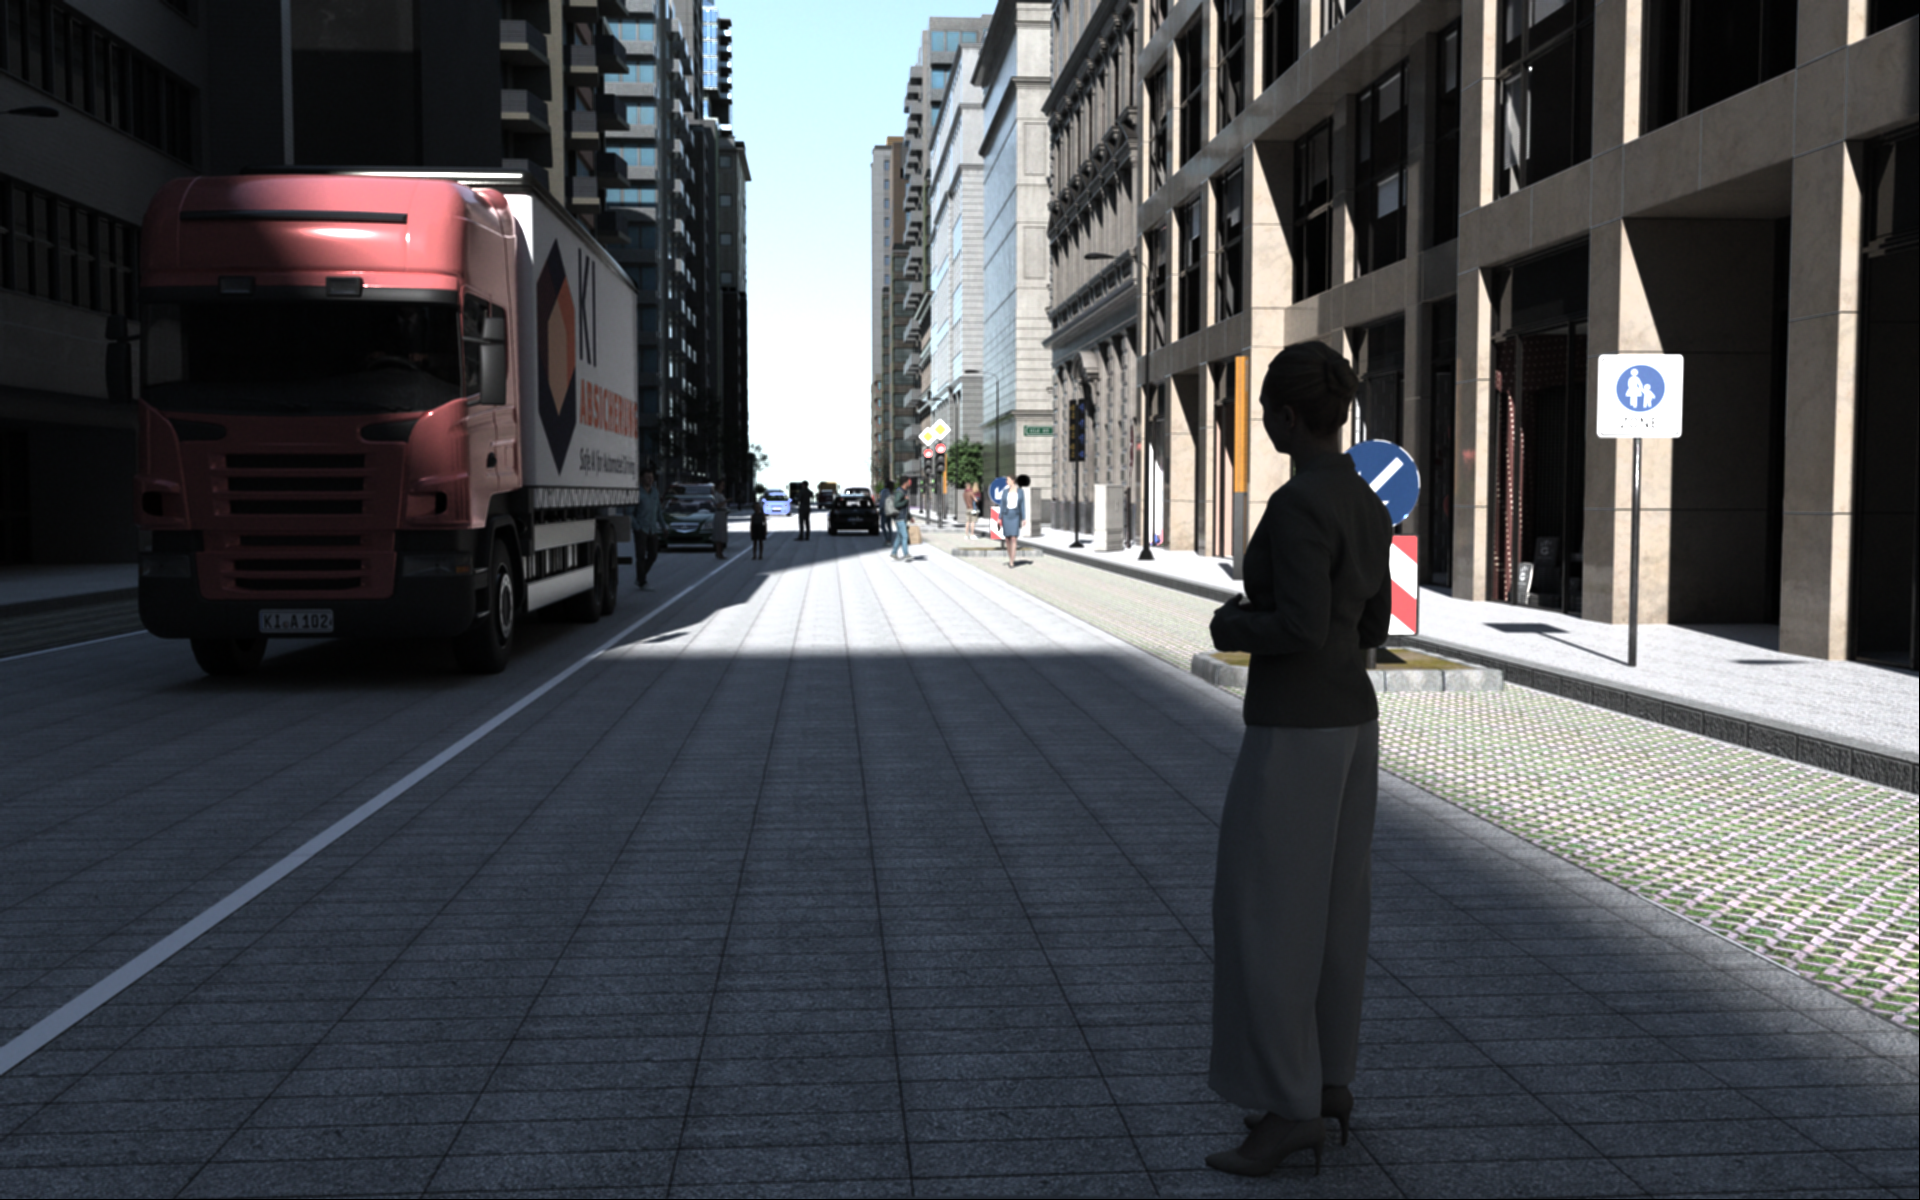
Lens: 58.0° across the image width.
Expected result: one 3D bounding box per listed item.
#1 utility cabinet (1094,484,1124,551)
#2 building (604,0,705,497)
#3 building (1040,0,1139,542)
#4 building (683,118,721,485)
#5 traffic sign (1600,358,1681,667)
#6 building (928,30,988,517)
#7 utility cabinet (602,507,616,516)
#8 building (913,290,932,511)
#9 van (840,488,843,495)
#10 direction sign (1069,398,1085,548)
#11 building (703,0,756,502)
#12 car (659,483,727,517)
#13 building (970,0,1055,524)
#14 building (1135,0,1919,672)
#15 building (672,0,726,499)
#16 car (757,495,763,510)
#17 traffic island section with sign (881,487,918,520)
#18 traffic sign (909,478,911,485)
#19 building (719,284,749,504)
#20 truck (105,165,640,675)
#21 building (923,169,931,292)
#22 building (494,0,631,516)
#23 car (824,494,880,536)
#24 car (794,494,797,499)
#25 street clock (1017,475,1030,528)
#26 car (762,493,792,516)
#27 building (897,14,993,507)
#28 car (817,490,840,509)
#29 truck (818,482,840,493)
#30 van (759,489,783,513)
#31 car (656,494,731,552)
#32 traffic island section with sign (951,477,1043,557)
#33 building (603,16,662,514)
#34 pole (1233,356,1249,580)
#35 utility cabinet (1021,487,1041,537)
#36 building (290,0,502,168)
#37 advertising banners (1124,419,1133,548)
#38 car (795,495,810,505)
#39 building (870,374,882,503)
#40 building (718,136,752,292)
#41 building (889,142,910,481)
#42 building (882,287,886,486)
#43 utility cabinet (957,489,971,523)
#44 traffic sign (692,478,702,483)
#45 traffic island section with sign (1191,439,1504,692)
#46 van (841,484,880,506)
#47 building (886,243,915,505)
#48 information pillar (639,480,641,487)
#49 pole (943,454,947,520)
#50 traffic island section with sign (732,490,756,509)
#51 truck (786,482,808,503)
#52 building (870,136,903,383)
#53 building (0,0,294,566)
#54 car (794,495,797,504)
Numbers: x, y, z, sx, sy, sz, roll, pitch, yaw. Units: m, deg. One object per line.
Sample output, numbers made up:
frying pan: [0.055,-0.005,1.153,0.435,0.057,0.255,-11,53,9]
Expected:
utility cabinet: [3.348,-1.842,38.795,0.318,1.500,1.173,2,4,24]
building: [-36.330,-33.065,160.227,23.786,49.044,30.456,0,4,-4]
building: [8.817,-13.784,54.252,11.050,23.489,19.941,0,4,-4]
building: [-32.926,-30.567,183.372,14.154,41.232,14.086,0,4,-4]
traffic sign: [5.003,-0.654,12.823,0.606,2.300,0.079,0,4,3]
building: [4.358,-20.500,112.674,11.434,29.767,29.804,0,4,-4]
utility cabinet: [-16.237,-4.217,80.110,0.306,1.237,1.020,1,4,10]
building: [1.966,-16.725,138.075,10.561,19.102,19.286,0,4,-4]
van: [-6.587,-6.017,105.384,2.013,2.044,4.112,0,4,-3]
direction sign: [2.802,-3.027,41.486,0.379,3.537,0.876,-1,4,-20]
building: [-44.934,-59.509,285.635,22.319,86.520,31.000,0,4,-4]
car: [-8.905,-2.984,57.468,2.281,1.827,5.304,0,4,-2]
building: [23.161,-18.747,82.927,44.131,29.872,17.030,0,4,-4]
building: [15.264,-13.577,26.505,19.350,26.468,34.151,0,4,-4]
building: [-37.827,-46.557,199.452,20.563,71.187,20.611,0,4,-4]
car: [-17.341,-8.841,156.904,2.083,1.381,4.827,0,4,-5]
traffic island section with sign: [-3.368,-5.315,95.531,1.989,1.847,2.006,0,4,-4]
traffic sign: [-4.061,-8.001,130.920,0.768,2.556,0.104,0,4,0]
building: [-36.407,-28.473,237.231,14.160,30.474,14.107,0,4,-4]
truck: [-5.052,-1.726,17.141,2.839,4.237,11.283,0,4,-4]
building: [3.597,-23.560,156.909,14.160,30.474,14.107,0,4,-4]
building: [-28.184,-26.301,84.644,22.147,44.769,28.867,0,4,-4]
car: [-3.785,-3.146,61.228,2.009,1.686,4.222,0,4,-6]
car: [-25.309,-16.140,273.680,2.009,1.686,4.222,0,4,-3]
street clock: [2.370,-3.683,64.794,0.471,2.002,0.358,2,4,29]
car: [-11.841,-6.285,112.342,1.945,1.707,3.694,0,4,-4]
building: [5.627,-34.201,178.799,23.786,49.044,30.456,0,4,-4]
car: [-12.684,-9.718,167.565,2.281,1.827,5.304,0,4,-3]
truck: [-20.349,-16.613,267.548,3.469,3.379,9.791,0,4,-3]
van: [-14.519,-7.791,134.388,2.013,2.044,4.112,0,4,-2]
car: [-6.954,-2.001,44.522,2.131,1.459,4.920,0,4,-6]
traffic island section with sign: [0.824,-1.935,40.272,1.989,1.847,2.006,0,4,-4]
building: [-37.393,-26.096,118.551,32.217,40.220,23.993,0,4,-4]
pole: [4.178,-1.952,25.753,0.158,3.312,0.155,0,3,0]
utility cabinet: [2.134,-2.623,51.557,0.318,1.500,1.173,1,4,18]
building: [-23.870,-13.815,55.558,15.834,23.373,12.332,0,4,-4]
advertising banners: [4.020,-2.754,41.221,0.090,3.025,2.074,0,4,2]
car: [-20.148,-13.023,222.714,2.009,1.686,4.222,0,4,-3]
building: [0.519,-25.661,264.596,27.650,21.520,28.899,0,4,-4]
building: [-45.716,-40.862,257.330,28.713,52.752,27.495,0,4,-4]
building: [-1.648,-34.600,215.827,14.600,45.320,14.200,0,4,-4]
building: [-3.923,-28.749,241.742,14.160,30.474,14.107,0,4,-4]
utility cabinet: [0.223,-4.046,74.830,0.318,1.500,1.173,-1,4,-21]
traffic sign: [-20.347,-8.200,134.180,0.768,2.556,0.104,0,4,3]
traffic island section with sign: [2.860,-0.290,13.363,1.989,1.847,2.006,0,4,-4]
van: [-4.504,-4.244,76.402,2.013,2.044,4.112,0,4,-3]
building: [-0.964,-26.267,201.171,14.160,30.474,14.107,0,4,-4]
information pillar: [-17.210,-5.391,92.633,0.304,2.012,0.304,-1,4,-11]
pole: [-0.766,-5.717,87.310,0.158,3.312,0.155,0,3,0]
traffic island section with sign: [-21.424,-9.911,170.673,1.989,1.847,2.006,0,4,-4]
truck: [-26.786,-17.722,285.669,3.469,3.379,9.791,0,4,-4]
building: [-4.397,-45.852,291.678,21.231,58.520,28.212,0,4,-4]
building: [-20.329,-12.455,22.711,14.314,24.678,30.058,0,4,-4]
car: [-22.256,-14.303,242.656,1.959,1.807,4.718,0,4,-3]
